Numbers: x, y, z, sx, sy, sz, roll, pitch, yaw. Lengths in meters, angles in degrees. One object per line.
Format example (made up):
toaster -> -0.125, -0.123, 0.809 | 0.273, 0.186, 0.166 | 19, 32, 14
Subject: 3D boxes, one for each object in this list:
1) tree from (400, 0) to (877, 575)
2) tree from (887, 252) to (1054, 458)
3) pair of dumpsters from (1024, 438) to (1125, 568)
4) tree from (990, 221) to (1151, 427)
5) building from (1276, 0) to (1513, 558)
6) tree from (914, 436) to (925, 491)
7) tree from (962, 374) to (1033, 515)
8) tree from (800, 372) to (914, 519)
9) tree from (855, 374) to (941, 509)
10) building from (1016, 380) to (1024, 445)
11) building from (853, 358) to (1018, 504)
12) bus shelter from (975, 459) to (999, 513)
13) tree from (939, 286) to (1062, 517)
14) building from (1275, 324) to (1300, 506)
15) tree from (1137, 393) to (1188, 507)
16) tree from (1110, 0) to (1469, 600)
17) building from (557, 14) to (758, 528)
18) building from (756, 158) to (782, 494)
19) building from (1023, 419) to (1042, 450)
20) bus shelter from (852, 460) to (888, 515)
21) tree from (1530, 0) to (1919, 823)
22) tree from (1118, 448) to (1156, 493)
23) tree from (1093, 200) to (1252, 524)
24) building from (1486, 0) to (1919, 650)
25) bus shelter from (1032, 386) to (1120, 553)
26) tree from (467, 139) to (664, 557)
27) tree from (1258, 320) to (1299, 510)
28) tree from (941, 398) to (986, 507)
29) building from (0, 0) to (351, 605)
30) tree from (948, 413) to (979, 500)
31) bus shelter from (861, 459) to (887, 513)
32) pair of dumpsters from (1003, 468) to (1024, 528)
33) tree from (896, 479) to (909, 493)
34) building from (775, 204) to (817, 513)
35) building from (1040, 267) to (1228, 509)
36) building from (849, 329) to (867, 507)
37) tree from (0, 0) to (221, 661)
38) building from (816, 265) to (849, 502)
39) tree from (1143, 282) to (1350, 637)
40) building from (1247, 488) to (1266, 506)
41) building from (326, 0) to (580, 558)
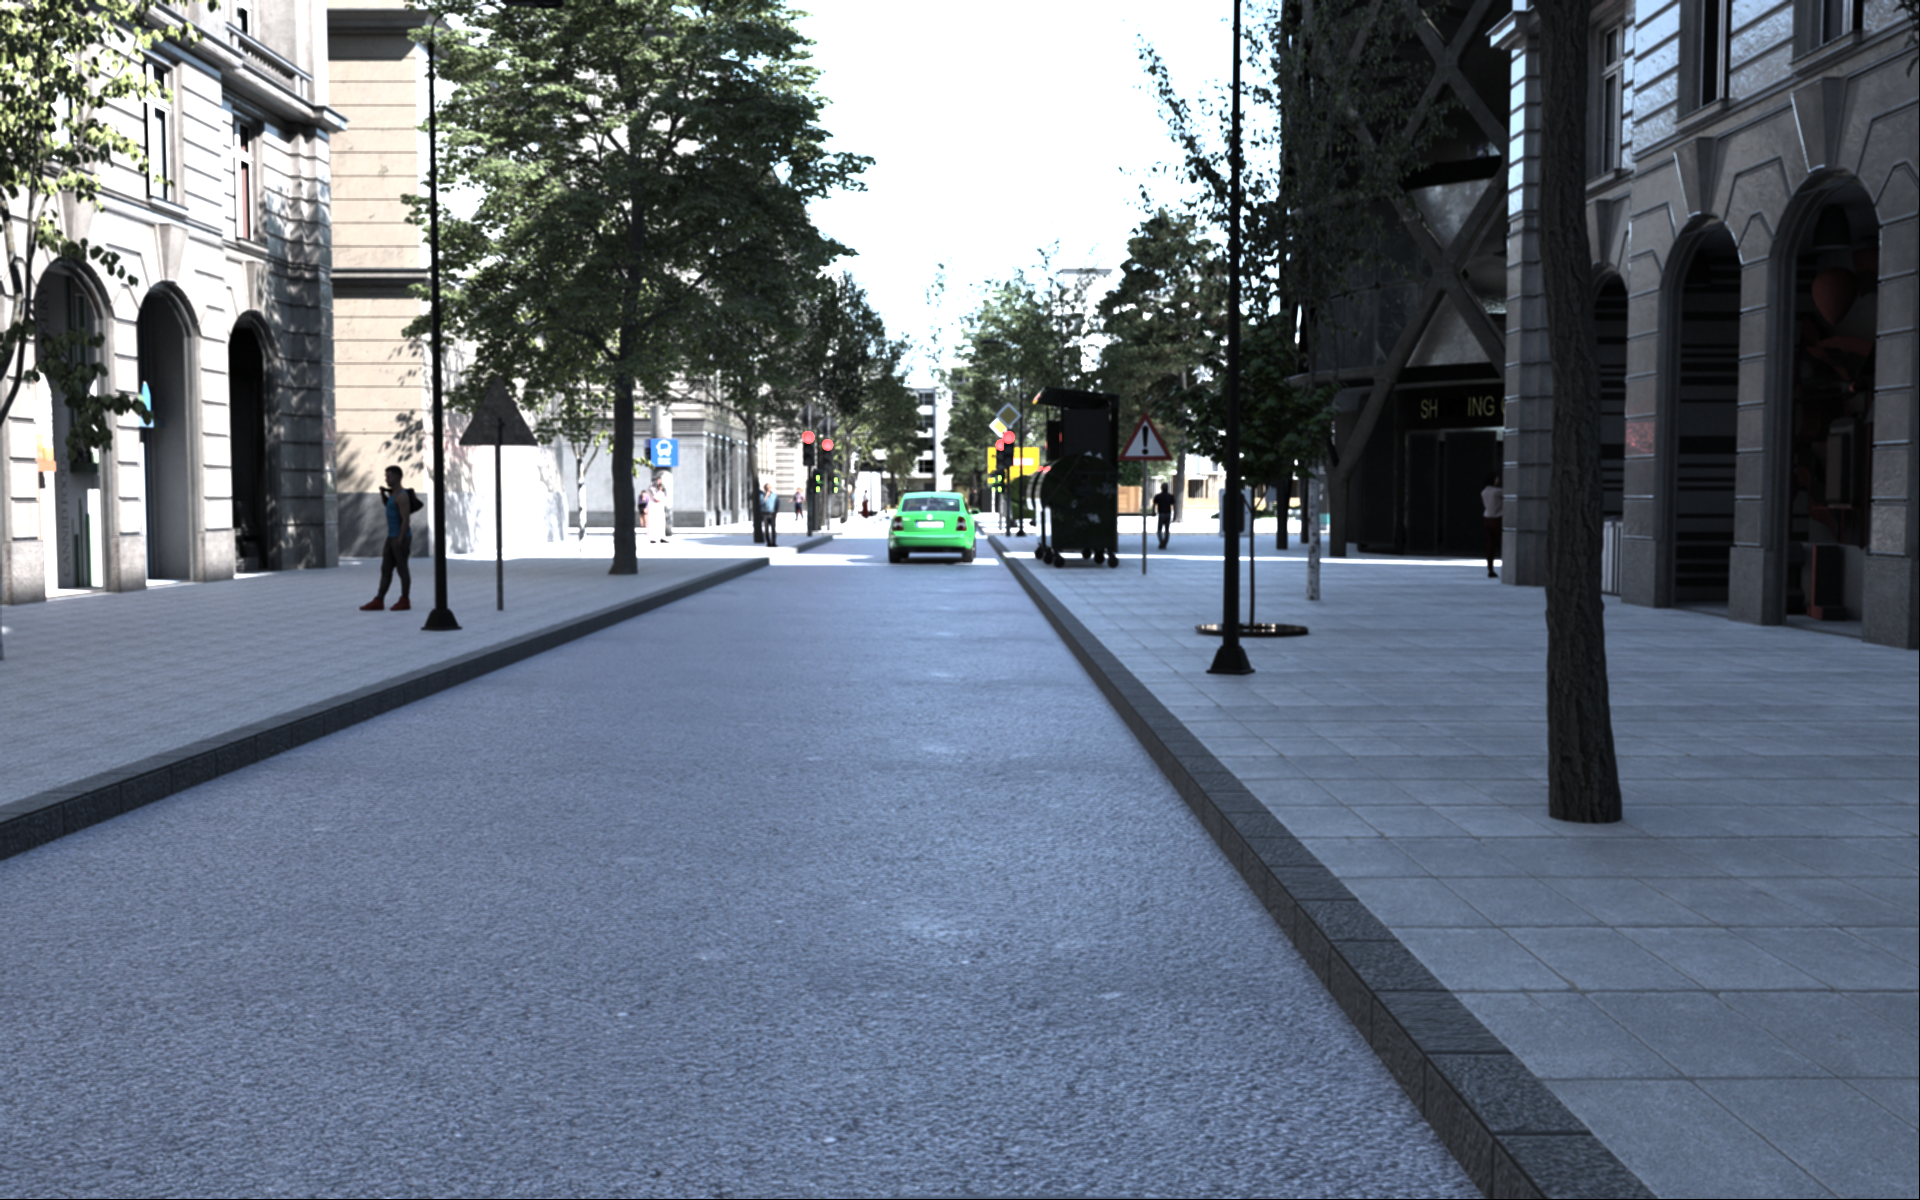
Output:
tree -> -5.020, -6.698, 27.637 | 7.486, 12.596, 7.792 | 0, 3, 0
tree -> 0.720, -17.134, 136.027 | 12.611, 20.169, 13.585 | 0, 3, 0
pair of dumpsters -> 2.114, -1.805, 32.013 | 1.574, 2.255, 4.436 | 0, 4, 0
tree -> 3.010, -5.960, 47.803 | 4.737, 8.622, 4.395 | 0, 3, 0
building -> 15.465, -10.479, 38.790 | 16.820, 18.784, 16.811 | 0, 4, 0
tree -> -6.142, -14.398, 185.773 | 4.737, 8.622, 4.395 | 0, 3, 0
tree -> 2.123, -9.407, 104.172 | 4.360, 8.622, 3.978 | 0, 3, 0
tree -> -5.669, -8.856, 95.157 | 4.737, 8.622, 4.395 | 0, 3, 0
tree -> -5.958, -14.141, 153.258 | 6.751, 12.117, 7.091 | 0, 3, 0
building -> 14.515, -20.378, 189.597 | 16.016, 20.091, 11.380 | 0, 4, 0
building -> -2.808, -22.406, 232.790 | 31.486, 18.905, 16.747 | 0, 4, 0
bus shelter -> 1.875, -7.795, 118.726 | 1.731, 3.624, 6.357 | 0, 4, 0
tree -> 2.850, -10.821, 95.043 | 7.486, 12.596, 7.792 | 0, 3, 0
building -> 40.127, -20.959, 199.106 | 11.380, 20.091, 16.016 | 0, 4, 0
tree -> 13.955, -12.906, 129.144 | 7.486, 12.596, 7.792 | 0, 3, 0
tree -> 4.041, -4.301, 20.685 | 4.360, 8.622, 3.978 | 0, 3, 0
building -> -14.310, -13.720, 73.468 | 9.793, 20.994, 18.267 | 0, 4, 0
building -> -19.163, -16.186, 97.920 | 16.112, 22.955, 30.059 | 0, 4, 0
building -> 11.014, -13.924, 169.808 | 9.099, 9.664, 28.070 | 0, 4, 0
bus shelter -> -5.536, -6.920, 107.063 | 2.014, 3.302, 5.546 | 0, 3, 0
tree -> 2.142, -4.416, 6.614 | 7.601, 10.594, 8.767 | 0, 4, 6
tree -> 10.923, -7.820, 111.568 | 4.285, 4.588, 4.351 | 0, 3, 0
tree -> 9.709, -10.235, 74.764 | 7.806, 13.903, 7.818 | 0, 3, 0
building -> 13.683, -10.453, 12.707 | 13.314, 21.916, 24.055 | 0, 4, 0
bus shelter -> 2.694, -3.036, 40.930 | 1.731, 3.624, 6.357 | 0, 4, 0
tree -> -7.746, -5.179, 35.041 | 4.737, 8.622, 4.395 | 0, 3, 0
tree -> 18.749, -11.204, 105.242 | 6.751, 12.117, 7.091 | 0, 3, 0
tree -> 1.475, -15.281, 171.899 | 6.751, 12.117, 7.091 | 0, 3, 0
building -> -16.774, -10.798, 18.346 | 13.314, 21.916, 24.055 | 0, 4, 0
tree -> 2.127, -16.617, 197.444 | 9.928, 11.665, 9.643 | 0, 3, 0
bus shelter -> -5.995, -7.860, 119.796 | 1.731, 3.624, 6.357 | 0, 4, 0
pair of dumpsters -> 2.469, -3.933, 66.804 | 1.574, 2.255, 4.436 | 0, 4, 0
tree -> -6.795, -12.925, 205.917 | 1.663, 3.219, 1.824 | 0, 3, 0
building -> -15.672, -17.993, 123.066 | 11.050, 23.489, 19.941 | 0, 4, 0
building -> 14.985, -17.945, 149.817 | 16.016, 20.091, 11.380 | 0, 4, 0
building -> -16.462, -20.898, 198.102 | 11.380, 20.091, 16.016 | 0, 4, 0
tree -> -7.475, -3.823, 12.861 | 4.737, 8.622, 4.395 | 0, 3, 0
building -> -24.692, -18.862, 152.365 | 27.936, 21.610, 32.646 | 0, 4, 0
tree -> 2.794, -1.298, 15.825 | 1.663, 3.219, 1.824 | 0, 3, 0
building -> 28.527, -20.946, 198.886 | 11.380, 20.091, 16.016 | 0, 4, 0
building -> -21.873, -15.486, 40.580 | 23.554, 28.519, 14.401 | 0, 4, 0
